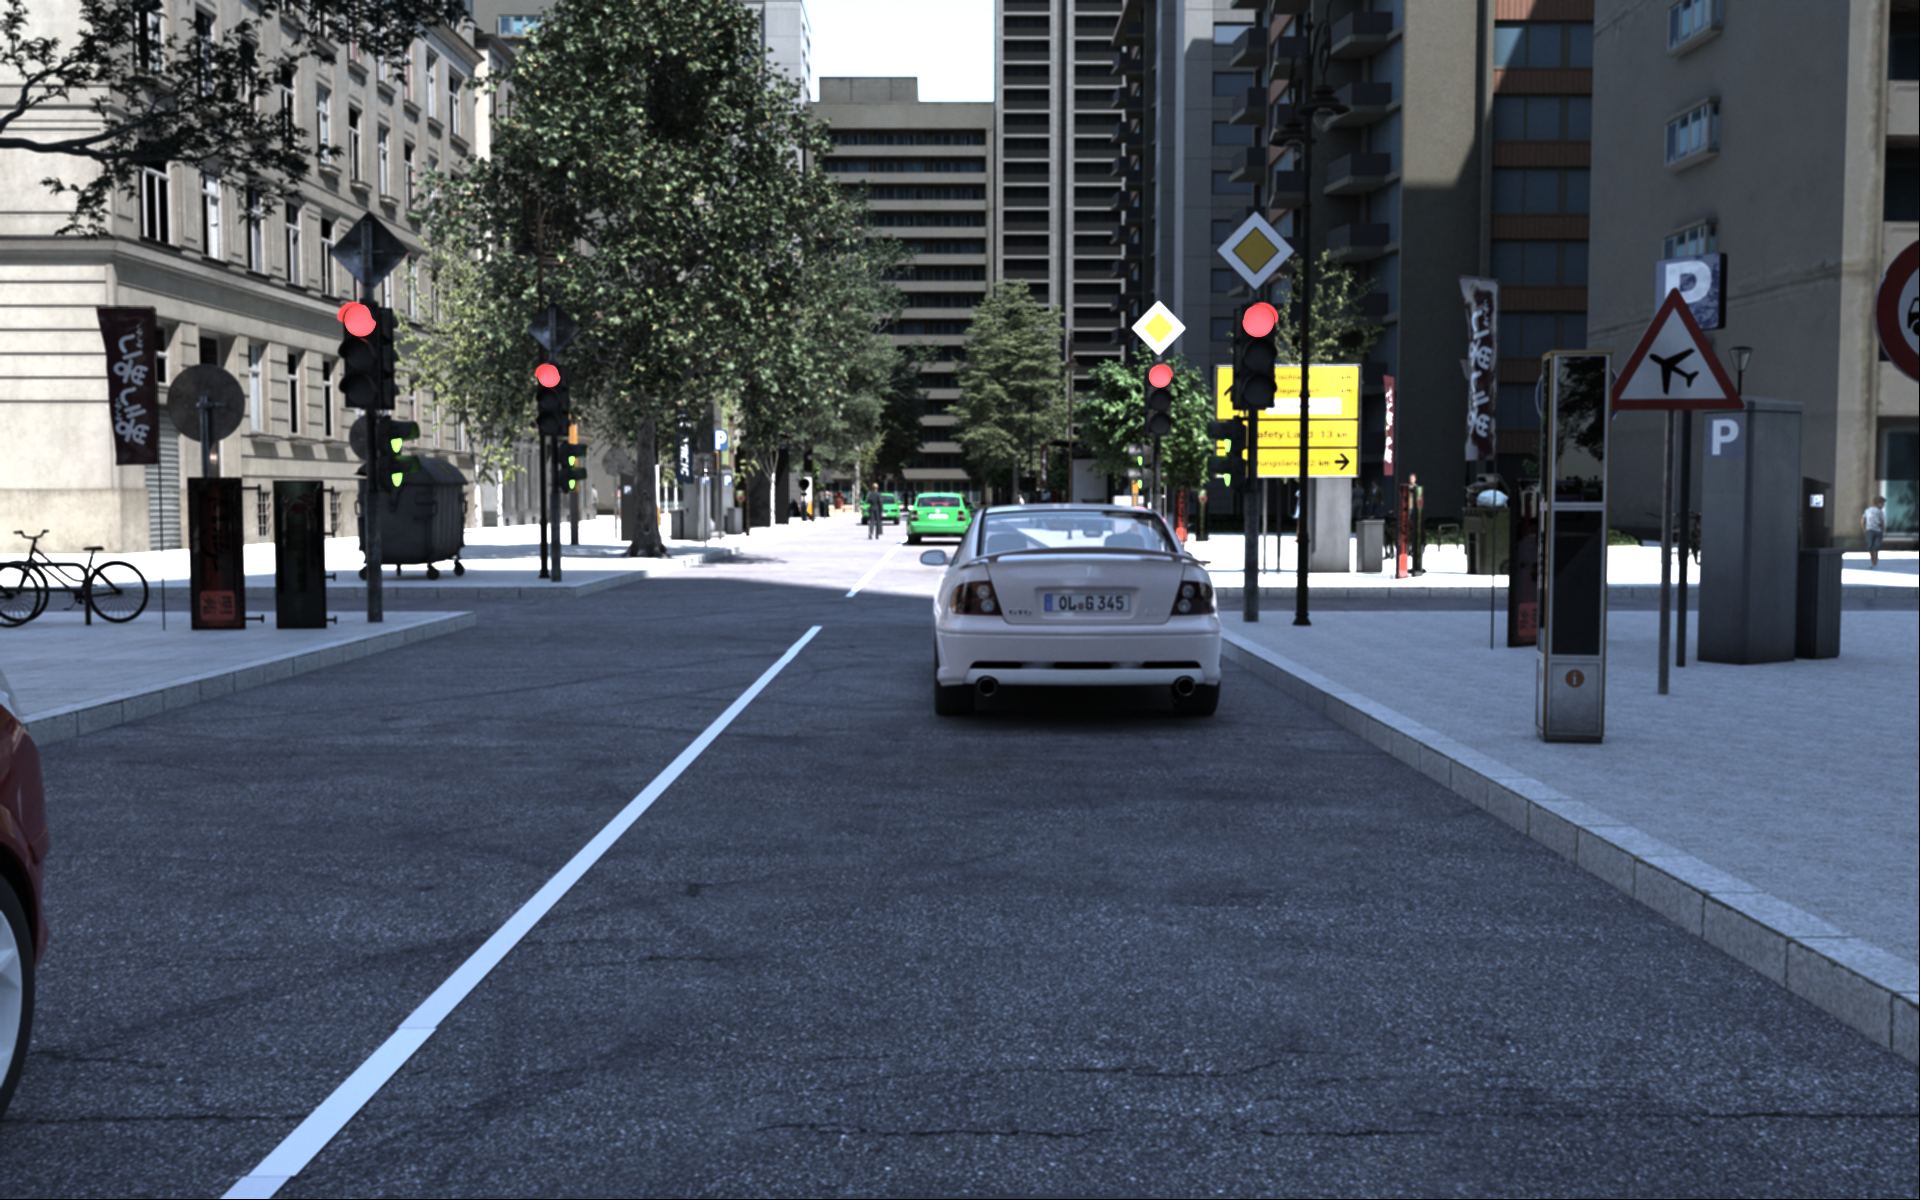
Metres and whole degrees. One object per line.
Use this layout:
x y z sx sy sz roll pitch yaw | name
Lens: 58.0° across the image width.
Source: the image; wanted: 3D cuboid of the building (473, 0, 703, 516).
-28.770 -29.852 111.783 21.300 48.544 21.600 0 4 0 | building

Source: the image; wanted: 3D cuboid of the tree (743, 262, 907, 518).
-7.890 -11.405 93.125 9.857 13.997 8.962 0 3 0 | tree

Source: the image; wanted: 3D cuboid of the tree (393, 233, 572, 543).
-12.660 -5.781 44.878 4.737 8.622 4.395 0 3 0 | tree

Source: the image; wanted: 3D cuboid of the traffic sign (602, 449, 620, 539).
-9.785 -3.002 49.196 0.768 2.556 0.104 0 4 3 | traffic sign

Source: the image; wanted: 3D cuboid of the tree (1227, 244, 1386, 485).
10.280 -6.148 50.884 4.737 8.622 4.395 0 3 0 | tree

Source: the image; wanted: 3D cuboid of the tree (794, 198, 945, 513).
-7.430 -15.743 113.281 12.611 20.169 13.585 0 3 0 | tree

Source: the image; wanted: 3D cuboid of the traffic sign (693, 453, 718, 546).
-6.288 -2.487 42.793 0.606 2.300 0.079 0 4 5 | traffic sign

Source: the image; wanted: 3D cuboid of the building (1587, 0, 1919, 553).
29.487 -25.889 46.981 21.600 48.544 21.300 0 4 0 | building

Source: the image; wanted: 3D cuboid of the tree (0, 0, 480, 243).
-6.394 -4.650 10.434 7.601 10.594 8.767 -2 4 -35 | tree

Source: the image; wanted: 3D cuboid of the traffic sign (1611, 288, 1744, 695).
4.510 -0.675 11.033 0.884 2.594 0.081 0 4 5 | traffic sign

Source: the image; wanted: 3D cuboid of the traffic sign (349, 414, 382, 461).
-9.307 -1.670 27.416 0.768 2.556 0.104 0 4 7 | traffic sign

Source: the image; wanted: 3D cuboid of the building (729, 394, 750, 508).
-32.657 -18.765 151.849 28.899 21.520 27.650 0 4 0 | building

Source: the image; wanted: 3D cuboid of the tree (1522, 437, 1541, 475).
17.451 -3.457 51.127 1.663 3.219 1.824 0 3 0 | tree

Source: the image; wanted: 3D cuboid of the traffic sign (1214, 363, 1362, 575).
5.122 -2.037 27.181 2.265 3.308 0.079 0 4 5 | traffic sign

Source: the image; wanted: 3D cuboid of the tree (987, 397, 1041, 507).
3.398 -14.693 157.241 9.611 12.733 9.660 0 3 0 | tree

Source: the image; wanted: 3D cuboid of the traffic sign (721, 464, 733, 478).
-10.138 -4.557 74.608 0.768 2.556 0.104 0 4 6 | traffic sign

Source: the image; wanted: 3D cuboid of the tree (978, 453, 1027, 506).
2.818 -8.329 119.893 4.285 4.588 4.351 0 3 0 | tree

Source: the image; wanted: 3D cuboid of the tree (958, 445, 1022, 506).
3.118 -14.748 175.548 7.601 10.594 8.767 1 4 11 | tree

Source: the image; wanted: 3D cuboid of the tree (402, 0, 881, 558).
-6.328 -7.215 34.974 9.611 12.733 9.660 0 3 0 | tree

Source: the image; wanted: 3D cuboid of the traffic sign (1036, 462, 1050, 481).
5.461 -6.368 97.992 2.265 3.308 0.079 0 4 7 | traffic sign

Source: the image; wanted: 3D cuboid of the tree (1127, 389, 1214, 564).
4.192 -2.290 32.047 1.663 3.219 1.824 0 3 0 | tree

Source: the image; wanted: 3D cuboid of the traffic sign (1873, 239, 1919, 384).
4.808 -0.512 8.476 0.768 2.556 0.104 0 4 1 | traffic sign

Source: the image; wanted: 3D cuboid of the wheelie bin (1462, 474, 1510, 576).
8.382 -1.194 27.434 0.693 1.594 0.980 -1 4 -14 | wheelie bin

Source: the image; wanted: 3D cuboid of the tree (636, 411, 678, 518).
-14.085 -8.183 84.149 4.737 8.622 4.395 0 3 0 | tree

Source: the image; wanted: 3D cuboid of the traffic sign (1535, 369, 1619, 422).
5.591 -0.957 15.747 0.768 2.556 0.104 0 4 2 | traffic sign

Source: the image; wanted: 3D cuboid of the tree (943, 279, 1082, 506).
2.643 -10.632 91.955 7.486 12.596 7.792 0 3 0 | tree

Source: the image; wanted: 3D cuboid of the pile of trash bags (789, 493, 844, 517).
-8.067 -5.402 98.076 3.447 1.369 1.912 -3 5 -40 | pile of trash bags

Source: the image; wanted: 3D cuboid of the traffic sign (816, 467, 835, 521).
-6.413 -5.041 82.419 0.884 2.594 0.081 0 4 2 | traffic sign

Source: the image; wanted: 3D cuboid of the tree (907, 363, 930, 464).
-7.006 -14.486 143.497 9.857 13.997 8.962 0 3 0 | tree

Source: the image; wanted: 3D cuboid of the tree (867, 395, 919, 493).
-7.393 -14.938 169.990 9.928 11.665 9.643 0 3 0 | tree

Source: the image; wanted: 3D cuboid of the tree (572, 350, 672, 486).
-14.351 -7.491 72.842 4.360 8.622 3.978 0 3 0 | tree

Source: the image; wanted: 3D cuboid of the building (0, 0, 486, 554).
-25.127 -13.270 50.247 16.112 22.955 30.059 0 4 0 | building

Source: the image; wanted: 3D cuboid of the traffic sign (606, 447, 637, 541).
-9.265 -2.898 47.389 0.884 2.594 0.081 0 4 8 | traffic sign

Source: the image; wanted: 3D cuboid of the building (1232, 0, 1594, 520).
25.299 -26.360 85.612 22.147 44.769 28.867 0 4 0 | building

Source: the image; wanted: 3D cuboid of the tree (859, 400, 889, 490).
-7.659 -10.860 127.925 4.737 8.622 4.395 0 3 0 | tree

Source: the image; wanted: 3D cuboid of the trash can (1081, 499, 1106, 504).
3.920 -2.407 51.016 0.748 1.137 0.748 0 3 0 | trash can

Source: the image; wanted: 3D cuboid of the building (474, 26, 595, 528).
-22.377 -13.779 74.440 9.793 20.994 18.267 0 4 0 | building

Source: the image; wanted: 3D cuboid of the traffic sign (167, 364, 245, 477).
-7.386 -1.032 16.977 0.768 2.556 0.104 0 4 1 | traffic sign

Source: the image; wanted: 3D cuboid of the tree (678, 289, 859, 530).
-6.786 -6.769 61.033 4.737 8.622 4.395 0 3 0 | tree

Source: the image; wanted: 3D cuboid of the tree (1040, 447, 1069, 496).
3.951 -4.678 71.081 1.663 3.219 1.824 0 3 0 | tree

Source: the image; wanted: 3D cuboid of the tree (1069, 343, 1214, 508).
3.958 -3.238 36.663 4.285 4.588 4.351 0 3 0 | tree

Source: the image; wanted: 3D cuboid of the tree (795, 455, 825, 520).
-7.363 -5.589 85.982 1.663 3.219 1.824 0 3 0 | tree
